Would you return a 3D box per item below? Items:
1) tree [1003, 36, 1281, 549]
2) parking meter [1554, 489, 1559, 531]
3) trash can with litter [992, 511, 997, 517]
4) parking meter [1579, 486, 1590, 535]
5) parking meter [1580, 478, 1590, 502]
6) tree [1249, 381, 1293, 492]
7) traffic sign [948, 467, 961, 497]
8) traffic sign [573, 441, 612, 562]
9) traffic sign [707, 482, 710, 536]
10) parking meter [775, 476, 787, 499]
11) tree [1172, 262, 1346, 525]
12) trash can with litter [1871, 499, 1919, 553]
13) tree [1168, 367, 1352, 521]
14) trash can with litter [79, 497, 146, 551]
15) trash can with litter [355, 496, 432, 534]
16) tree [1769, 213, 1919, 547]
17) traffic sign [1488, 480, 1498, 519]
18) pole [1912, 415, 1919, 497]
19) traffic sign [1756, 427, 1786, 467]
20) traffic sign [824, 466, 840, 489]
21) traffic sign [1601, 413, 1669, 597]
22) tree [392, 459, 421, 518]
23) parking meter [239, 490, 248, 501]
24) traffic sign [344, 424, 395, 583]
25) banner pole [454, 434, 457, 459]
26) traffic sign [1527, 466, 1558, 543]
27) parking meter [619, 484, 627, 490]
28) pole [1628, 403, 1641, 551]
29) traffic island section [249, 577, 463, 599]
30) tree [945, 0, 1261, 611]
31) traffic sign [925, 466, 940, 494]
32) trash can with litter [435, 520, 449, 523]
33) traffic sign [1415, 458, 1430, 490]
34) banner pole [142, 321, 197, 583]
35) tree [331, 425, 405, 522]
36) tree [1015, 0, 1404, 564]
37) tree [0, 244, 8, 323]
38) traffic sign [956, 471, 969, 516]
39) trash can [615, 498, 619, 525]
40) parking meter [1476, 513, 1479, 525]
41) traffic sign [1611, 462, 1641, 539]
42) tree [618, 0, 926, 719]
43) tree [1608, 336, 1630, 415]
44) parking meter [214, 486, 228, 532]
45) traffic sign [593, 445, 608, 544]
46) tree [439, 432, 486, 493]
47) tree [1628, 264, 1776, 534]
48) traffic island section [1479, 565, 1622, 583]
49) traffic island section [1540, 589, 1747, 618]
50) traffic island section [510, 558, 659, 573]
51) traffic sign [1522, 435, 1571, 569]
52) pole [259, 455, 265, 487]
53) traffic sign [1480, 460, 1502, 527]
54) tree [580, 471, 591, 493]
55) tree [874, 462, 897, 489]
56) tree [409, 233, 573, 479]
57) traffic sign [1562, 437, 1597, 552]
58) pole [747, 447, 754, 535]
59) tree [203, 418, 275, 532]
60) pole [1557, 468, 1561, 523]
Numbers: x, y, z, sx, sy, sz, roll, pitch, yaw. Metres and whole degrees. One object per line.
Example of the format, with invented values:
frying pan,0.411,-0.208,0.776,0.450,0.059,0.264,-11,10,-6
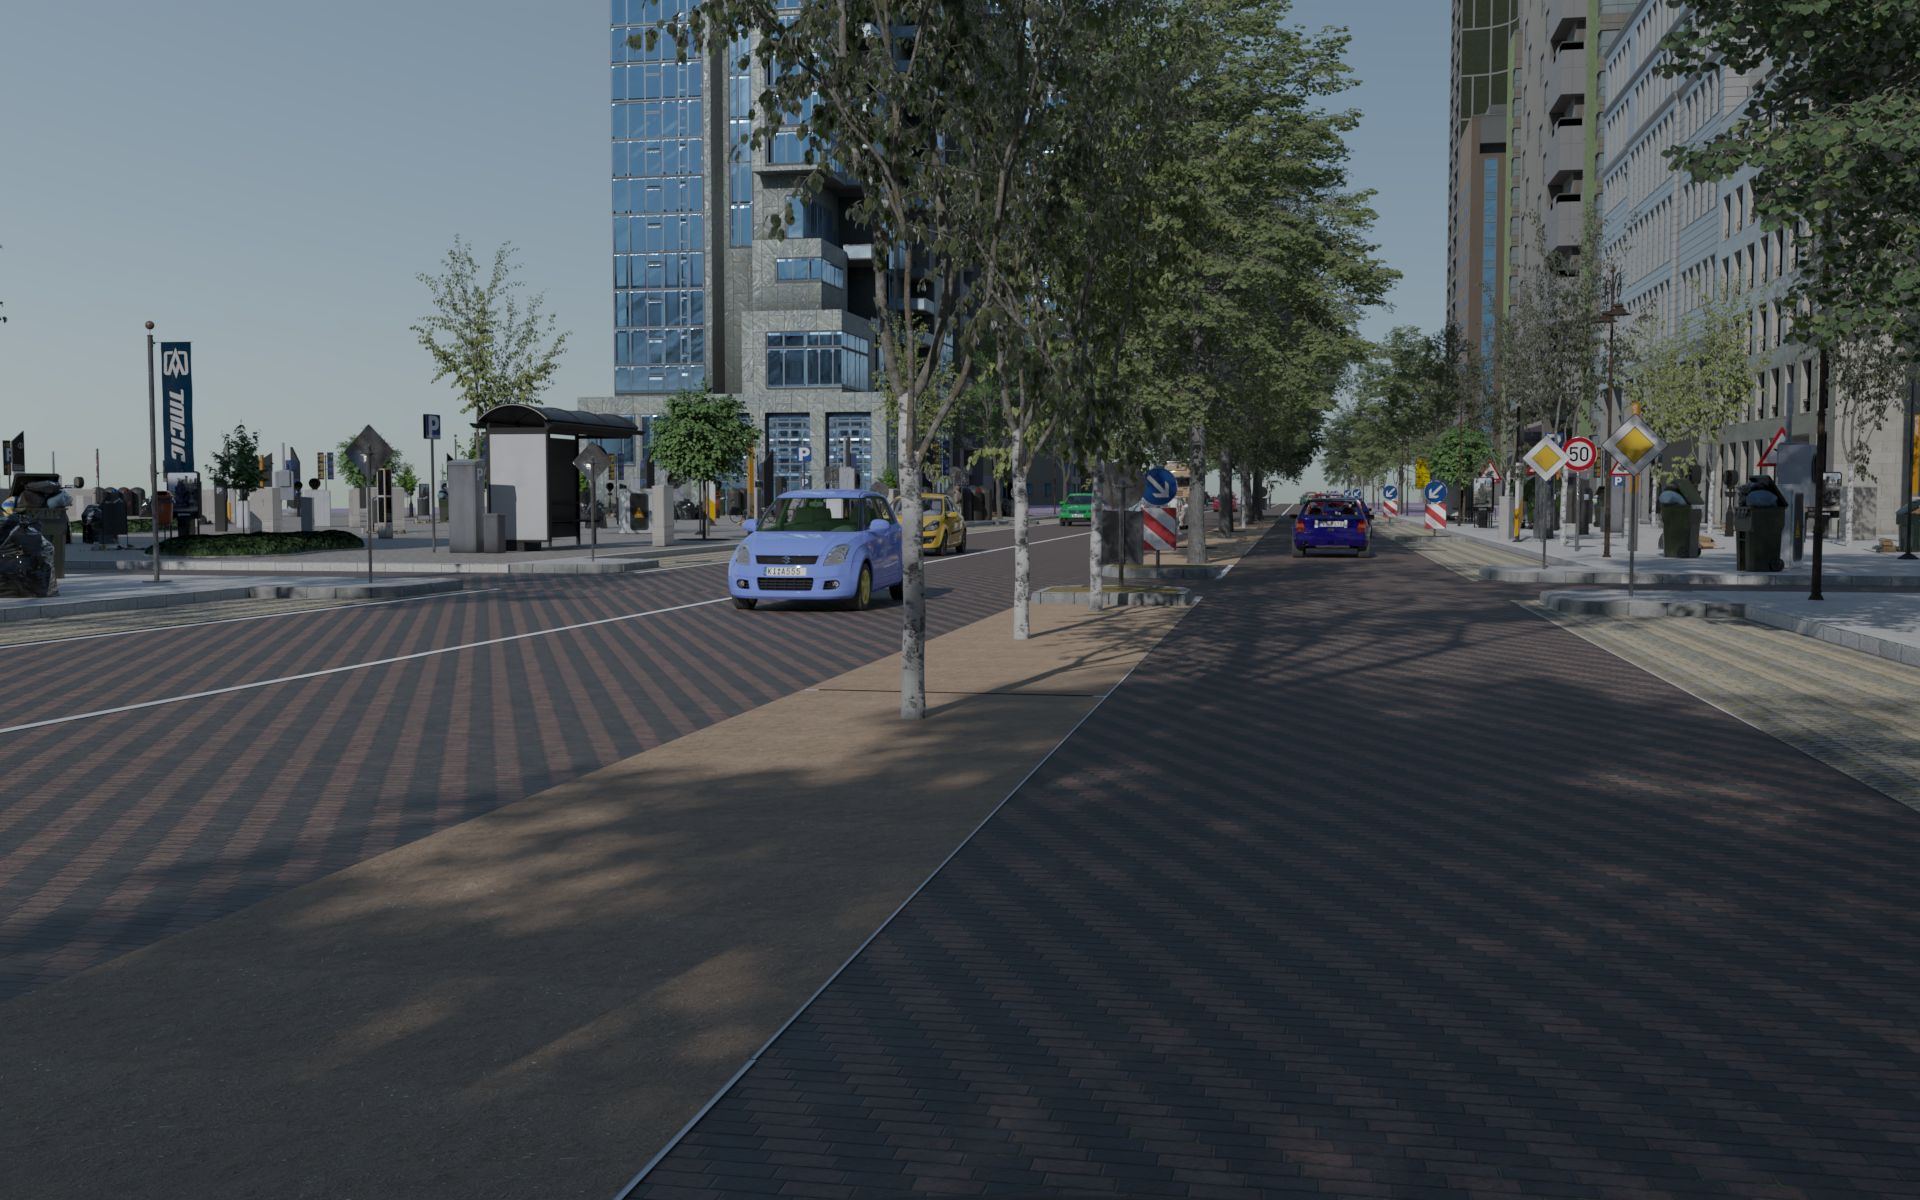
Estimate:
tree,6.124,-8.086,45.038,12.009,13.543,11.850,0,3,0
parking meter,20.731,-3.191,60.583,0.372,1.533,0.369,0,3,0
trash can with litter,1.585,-5.166,95.859,1.055,1.170,0.624,-1,4,-21
parking meter,19.582,-2.815,54.435,0.372,1.533,0.369,0,3,0
parking meter,22.381,-3.451,62.128,0.399,1.863,0.255,1,4,11
tree,11.961,-7.333,72.712,4.360,8.622,3.978,0,3,0
traffic sign,-0.271,-4.910,80.380,0.768,2.556,0.104,1,4,19
traffic sign,-6.964,-1.784,32.811,0.795,2.450,0.064,1,4,11
traffic sign,-7.649,-3.210,52.586,0.768,2.556,0.104,1,4,16
parking meter,-5.938,-3.170,57.546,0.255,1.863,0.399,2,4,26
tree,13.423,-10.492,80.654,9.857,13.997,8.962,0,3,0
trash can with litter,20.654,-1.628,37.997,1.055,1.170,0.624,0,4,-1
tree,15.610,-10.488,90.950,9.611,12.733,9.660,0,3,0
trash can with litter,-18.979,-1.757,39.778,2.233,1.210,1.678,-2,4,-25
trash can with litter,-18.478,-2.732,55.732,2.233,1.210,1.678,2,4,26
tree,21.980,-5.609,42.065,4.360,8.622,3.978,0,3,0
traffic sign,25.554,-5.119,83.702,0.884,2.594,0.081,1,4,20
pole,24.716,-3.117,44.811,0.158,3.312,0.155,0,3,0
traffic sign,15.887,-2.052,33.559,0.884,2.594,0.081,1,4,14
traffic sign,-4.737,-3.791,64.118,0.606,2.300,0.079,1,4,14
traffic sign,8.395,-1.099,21.616,0.795,2.450,0.064,1,4,11
tree,-30.358,-6.150,95.153,1.663,3.219,1.824,0,3,0
parking meter,-38.069,-5.281,92.062,0.255,1.863,0.399,2,4,25
traffic sign,-8.517,-1.305,24.978,0.795,2.450,0.064,1,4,11
banner pole,-21.161,-5.059,72.736,0.401,3.779,0.863,-1,4,-17
traffic sign,15.396,-2.801,45.806,0.884,2.594,0.081,1,4,12
parking meter,-18.951,-5.614,97.497,0.399,1.863,0.255,1,4,21
pole,15.102,-2.748,38.780,0.158,3.312,0.155,0,3,0
traffic island section,-8.541,-0.169,25.044,2.009,0.180,2.903,1,4,11
tree,1.662,-4.173,21.049,4.737,8.622,4.395,0,3,0
traffic sign,-1.166,-4.666,76.388,0.768,2.556,0.104,1,4,14
trash can with litter,-23.148,-3.978,76.098,2.233,1.210,1.678,-2,4,-28
traffic sign,26.638,-6.302,96.905,2.265,3.308,0.079,1,4,14
banner pole,-11.473,-2.145,25.096,0.863,3.779,0.401,0,4,7
tree,-27.852,-5.963,81.207,4.285,4.588,4.351,0,3,0
tree,4.873,-6.976,34.649,7.486,12.596,7.792,0,3,0
tree,-22.981,-5.364,38.060,4.737,8.622,4.395,0,3,0
traffic sign,0.093,-4.615,77.586,0.606,2.300,0.079,1,4,19
trash can,-13.377,-3.508,69.008,0.748,1.137,0.748,0,3,0
parking meter,21.453,-4.003,71.159,0.399,1.863,0.255,-1,4,-20
traffic sign,19.136,-3.054,49.931,0.884,2.594,0.081,1,4,13
tree,-0.325,-3.529,10.516,4.360,8.622,3.978,0,3,0
tree,28.052,-7.267,69.172,4.737,8.622,4.395,0,3,0
parking meter,-25.148,-3.257,58.964,0.399,1.863,0.255,0,4,-3
traffic sign,-9.373,-2.709,44.401,0.768,2.556,0.104,1,4,15
tree,-15.096,-3.628,53.927,1.663,3.219,1.824,0,3,0
tree,24.374,-6.474,56.213,4.737,8.622,4.395,0,3,0
traffic island section,9.973,-0.443,29.522,2.009,0.180,2.903,1,4,11
traffic island section,8.420,0.036,21.689,2.009,0.180,2.903,1,4,11
traffic island section,-6.988,-0.648,32.877,2.009,0.180,2.903,1,4,11
traffic sign,9.948,-1.578,29.449,0.795,2.450,0.064,1,4,11
pole,-36.108,-5.859,89.644,0.158,3.312,0.155,0,3,0
traffic sign,20.315,-4.062,66.411,0.884,2.594,0.081,1,4,20
tree,-17.845,-5.232,80.141,1.663,3.219,1.824,0,3,0
tree,-4.390,-6.703,104.195,1.663,3.219,1.824,0,3,0
tree,-13.562,-6.083,49.815,4.737,8.622,4.395,0,3,0
traffic sign,13.787,-2.357,38.635,0.768,2.556,0.104,1,4,18
pole,-6.497,-3.662,53.725,0.158,3.312,0.155,0,3,0
tree,-18.026,-3.007,43.772,1.663,3.219,1.824,0,3,0
pole,24.392,-4.692,70.549,0.158,3.312,0.155,0,3,0
